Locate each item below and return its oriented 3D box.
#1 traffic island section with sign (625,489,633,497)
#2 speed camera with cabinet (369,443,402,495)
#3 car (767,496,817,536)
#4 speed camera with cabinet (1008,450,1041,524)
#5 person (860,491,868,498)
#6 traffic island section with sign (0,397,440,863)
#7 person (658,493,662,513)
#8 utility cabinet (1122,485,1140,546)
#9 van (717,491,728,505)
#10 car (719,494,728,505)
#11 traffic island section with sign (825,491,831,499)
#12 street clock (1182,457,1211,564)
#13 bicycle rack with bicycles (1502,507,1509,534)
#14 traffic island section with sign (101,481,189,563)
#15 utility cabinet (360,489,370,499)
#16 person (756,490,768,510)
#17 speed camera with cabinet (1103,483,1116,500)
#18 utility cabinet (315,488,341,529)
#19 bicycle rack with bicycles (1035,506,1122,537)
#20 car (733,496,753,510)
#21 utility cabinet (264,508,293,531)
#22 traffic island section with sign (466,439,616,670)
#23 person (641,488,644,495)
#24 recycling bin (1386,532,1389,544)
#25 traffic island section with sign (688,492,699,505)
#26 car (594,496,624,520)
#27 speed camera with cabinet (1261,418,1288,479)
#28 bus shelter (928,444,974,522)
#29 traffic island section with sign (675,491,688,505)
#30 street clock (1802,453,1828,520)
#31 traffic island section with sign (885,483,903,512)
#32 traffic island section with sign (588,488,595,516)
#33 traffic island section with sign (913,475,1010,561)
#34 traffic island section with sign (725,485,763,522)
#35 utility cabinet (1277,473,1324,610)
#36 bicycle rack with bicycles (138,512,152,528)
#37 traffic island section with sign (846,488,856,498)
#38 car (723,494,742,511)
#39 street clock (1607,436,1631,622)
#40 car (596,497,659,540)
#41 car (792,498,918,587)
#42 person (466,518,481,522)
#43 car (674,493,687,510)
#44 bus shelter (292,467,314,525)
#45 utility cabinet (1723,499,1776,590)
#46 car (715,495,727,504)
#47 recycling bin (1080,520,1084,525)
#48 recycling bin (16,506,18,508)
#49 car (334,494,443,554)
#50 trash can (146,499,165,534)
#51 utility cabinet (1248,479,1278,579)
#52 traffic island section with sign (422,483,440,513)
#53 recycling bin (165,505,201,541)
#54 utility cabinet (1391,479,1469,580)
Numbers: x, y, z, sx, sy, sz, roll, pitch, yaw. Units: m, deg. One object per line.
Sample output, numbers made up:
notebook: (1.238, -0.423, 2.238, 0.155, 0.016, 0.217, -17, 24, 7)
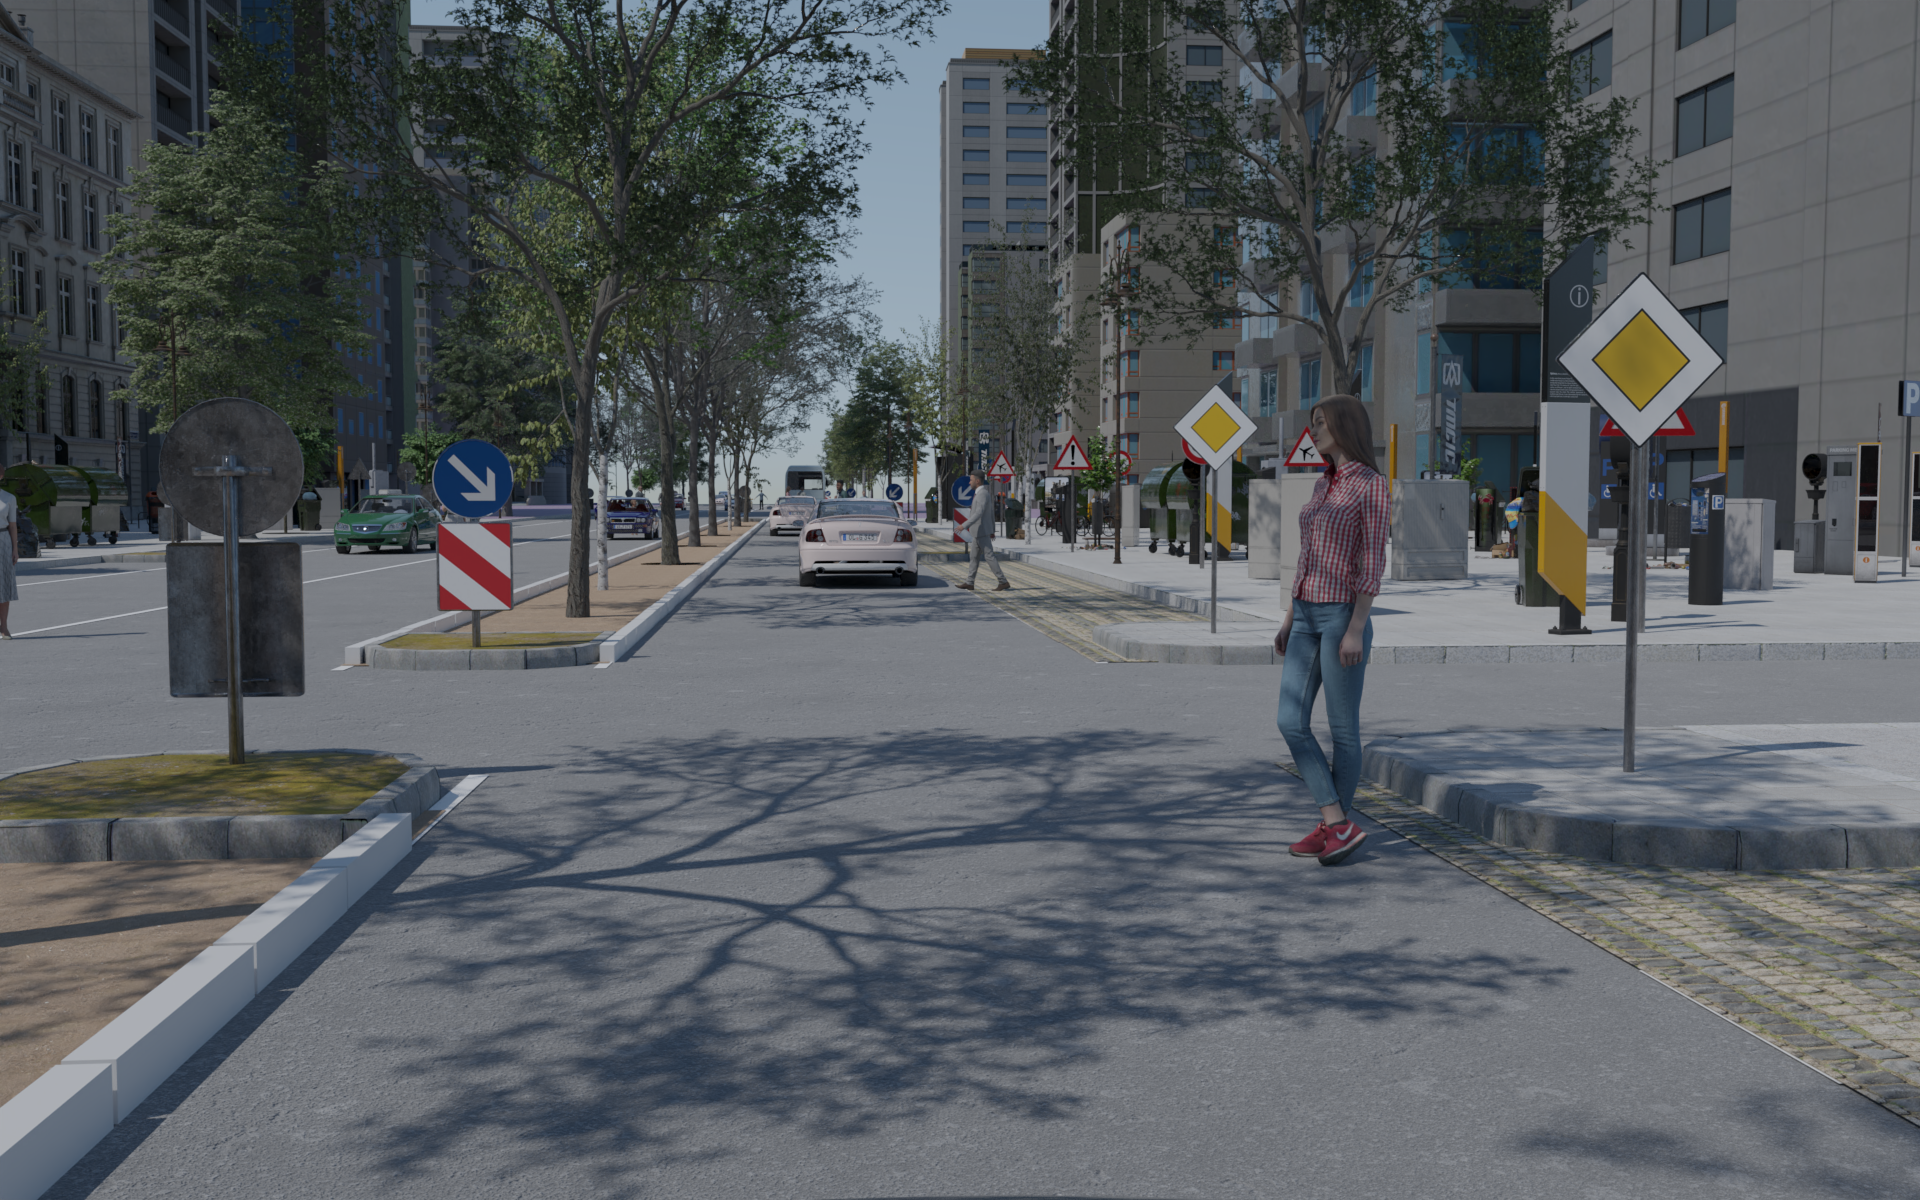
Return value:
traffic island section with sign: (-26.836, -8.077, 140.690, 1.989, 1.847, 2.006, 0, 4, -5)
speed camera with cabinet: (-22.075, -4.416, 66.545, 0.660, 3.252, 2.038, -3, 4, -37)
car: (-5.679, -2.925, 60.188, 2.083, 1.381, 4.827, 0, 4, -6)
speed camera with cabinet: (2.805, -4.925, 74.858, 0.660, 3.252, 2.038, 2, 4, 29)
person: (-4.718, -4.581, 85.210, 0.589, 1.601, 0.330, 0, 4, -1)
traffic island section with sign: (-3.400, 0.030, 7.639, 2.006, 1.907, 1.989, 0, 4, -5)
person: (-15.242, -4.932, 89.528, 0.661, 1.777, 0.834, -3, 4, -38)
utility cabinet: (4.177, -2.068, 42.488, 0.318, 1.500, 1.173, 1, 4, 13)
van: (-31.669, -13.771, 232.168, 2.013, 2.044, 4.112, 0, 4, -6)
car: (-30.846, -13.331, 227.560, 1.945, 1.707, 3.694, 0, 4, -7)
traffic island section with sign: (-9.898, -8.152, 141.920, 1.989, 1.847, 2.006, 0, 4, -5)
street clock: (4.307, -1.655, 31.623, 0.471, 2.002, 0.358, 2, 4, 31)
bicycle rack with bicycles: (18.361, -2.515, 54.497, 2.852, 0.926, 2.925, -1, 4, -9)
traffic island section with sign: (-17.039, -1.744, 37.145, 1.989, 1.847, 2.006, 0, 4, -5)
utility cabinet: (-27.953, -4.504, 82.321, 1.173, 1.500, 0.318, 2, 4, 24)
person: (-17.930, -9.040, 156.289, 1.348, 1.826, 0.705, -2, 4, -30)
speed camera with cabinet: (8.643, -5.975, 92.028, 2.038, 3.252, 0.660, 0, 4, 1)
utility cabinet: (-23.102, -3.310, 62.792, 1.173, 1.500, 0.318, -3, 5, -40)
bicycle rack with bicycles: (4.009, -2.419, 52.932, 2.852, 0.926, 2.925, -2, 4, -30)
car: (-20.299, -9.271, 161.803, 2.015, 1.641, 3.980, 0, 4, -4)
utility cabinet: (-24.160, -3.063, 61.246, 1.020, 1.237, 0.306, -2, 4, -27)
traffic island section with sign: (-4.089, -0.421, 15.014, 2.006, 1.907, 1.989, 0, 4, -5)
person: (-18.595, -5.598, 100.543, 0.721, 1.766, 1.217, -2, 4, -30)
recycling bin: (10.555, -1.959, 44.579, 0.722, 1.027, 0.722, -3, 5, -41)
traffic island section with sign: (-34.582, -13.082, 222.518, 1.989, 1.847, 2.006, 0, 4, -5)
car: (-19.166, -5.080, 95.636, 1.945, 1.354, 3.894, 0, 4, -6)
speed camera with cabinet: (8.079, -3.134, 45.579, 0.660, 3.252, 2.038, 0, 4, -5)
bus shelter: (-0.428, -5.601, 82.864, 1.731, 3.624, 6.357, 0, 4, -6)
traffic island section with sign: (-31.891, -11.349, 194.188, 1.989, 1.847, 2.006, 0, 4, -5)
street clock: (15.250, -1.608, 30.867, 0.358, 2.002, 0.471, -1, 4, -17)
traffic island section with sign: (-2.601, -3.438, 64.840, 1.989, 1.847, 2.006, 0, 4, -5)
traffic island section with sign: (-24.236, -6.398, 113.238, 1.989, 1.847, 2.006, 0, 4, -5)
traffic island section with sign: (-0.027, -1.773, 37.617, 1.989, 1.847, 2.006, 0, 4, -5)
traffic island section with sign: (-11.180, -4.996, 89.818, 2.006, 1.907, 1.989, 0, 4, -5)
utility cabinet: (3.795, -0.602, 18.514, 0.318, 1.500, 1.173, -1, 4, -11)
bicycle rack with bicycles: (-29.287, -3.163, 65.103, 2.852, 0.926, 2.925, 2, 4, 28)
traffic island section with sign: (-7.355, -6.511, 115.085, 1.989, 1.847, 2.006, 0, 4, -5)
car: (-19.566, -8.478, 150.615, 2.014, 1.417, 4.499, 0, 4, -6)
street clock: (6.676, -0.784, 17.396, 0.358, 2.002, 0.471, 2, 4, 32)
car: (-10.559, -2.605, 55.167, 1.945, 1.354, 3.894, 0, 4, -6)
car: (-1.695, -0.970, 28.228, 2.083, 1.381, 4.827, 0, 4, -5)
person: (-13.043, -2.287, 46.459, 0.524, 1.755, 0.480, 3, 5, 39)
car: (-25.125, -8.778, 152.563, 2.155, 1.783, 4.494, 0, 4, -4)
bus shelter: (-26.089, -4.589, 66.311, 1.731, 3.624, 6.357, 0, 4, -5)
utility cabinet: (10.522, -0.756, 23.524, 0.306, 1.237, 1.020, -2, 4, -30)
car: (-29.796, -12.360, 214.447, 2.083, 1.381, 4.827, 0, 4, -6)
recycling bin: (4.575, -3.487, 69.559, 0.722, 1.027, 0.722, 3, 5, 43)
recycling bin: (-20.902, -1.525, 37.490, 0.722, 1.027, 0.722, 0, 4, -5)
car: (-14.146, -1.914, 43.085, 2.131, 1.459, 4.920, 0, 4, -4)
trash can: (-25.683, -2.682, 55.511, 0.748, 1.137, 0.748, 0, 3, 0)
utility cabinet: (4.923, -1.051, 25.864, 1.173, 1.500, 0.318, 2, 4, 29)
traffic island section with sign: (-19.567, -3.386, 63.982, 1.989, 1.847, 2.006, 0, 4, -5)
recycling bin: (-21.567, -2.173, 48.078, 0.722, 1.027, 0.722, 0, 4, -3)
utility cabinet: (7.005, -1.045, 25.770, 1.173, 1.500, 0.318, -1, 4, -22)
